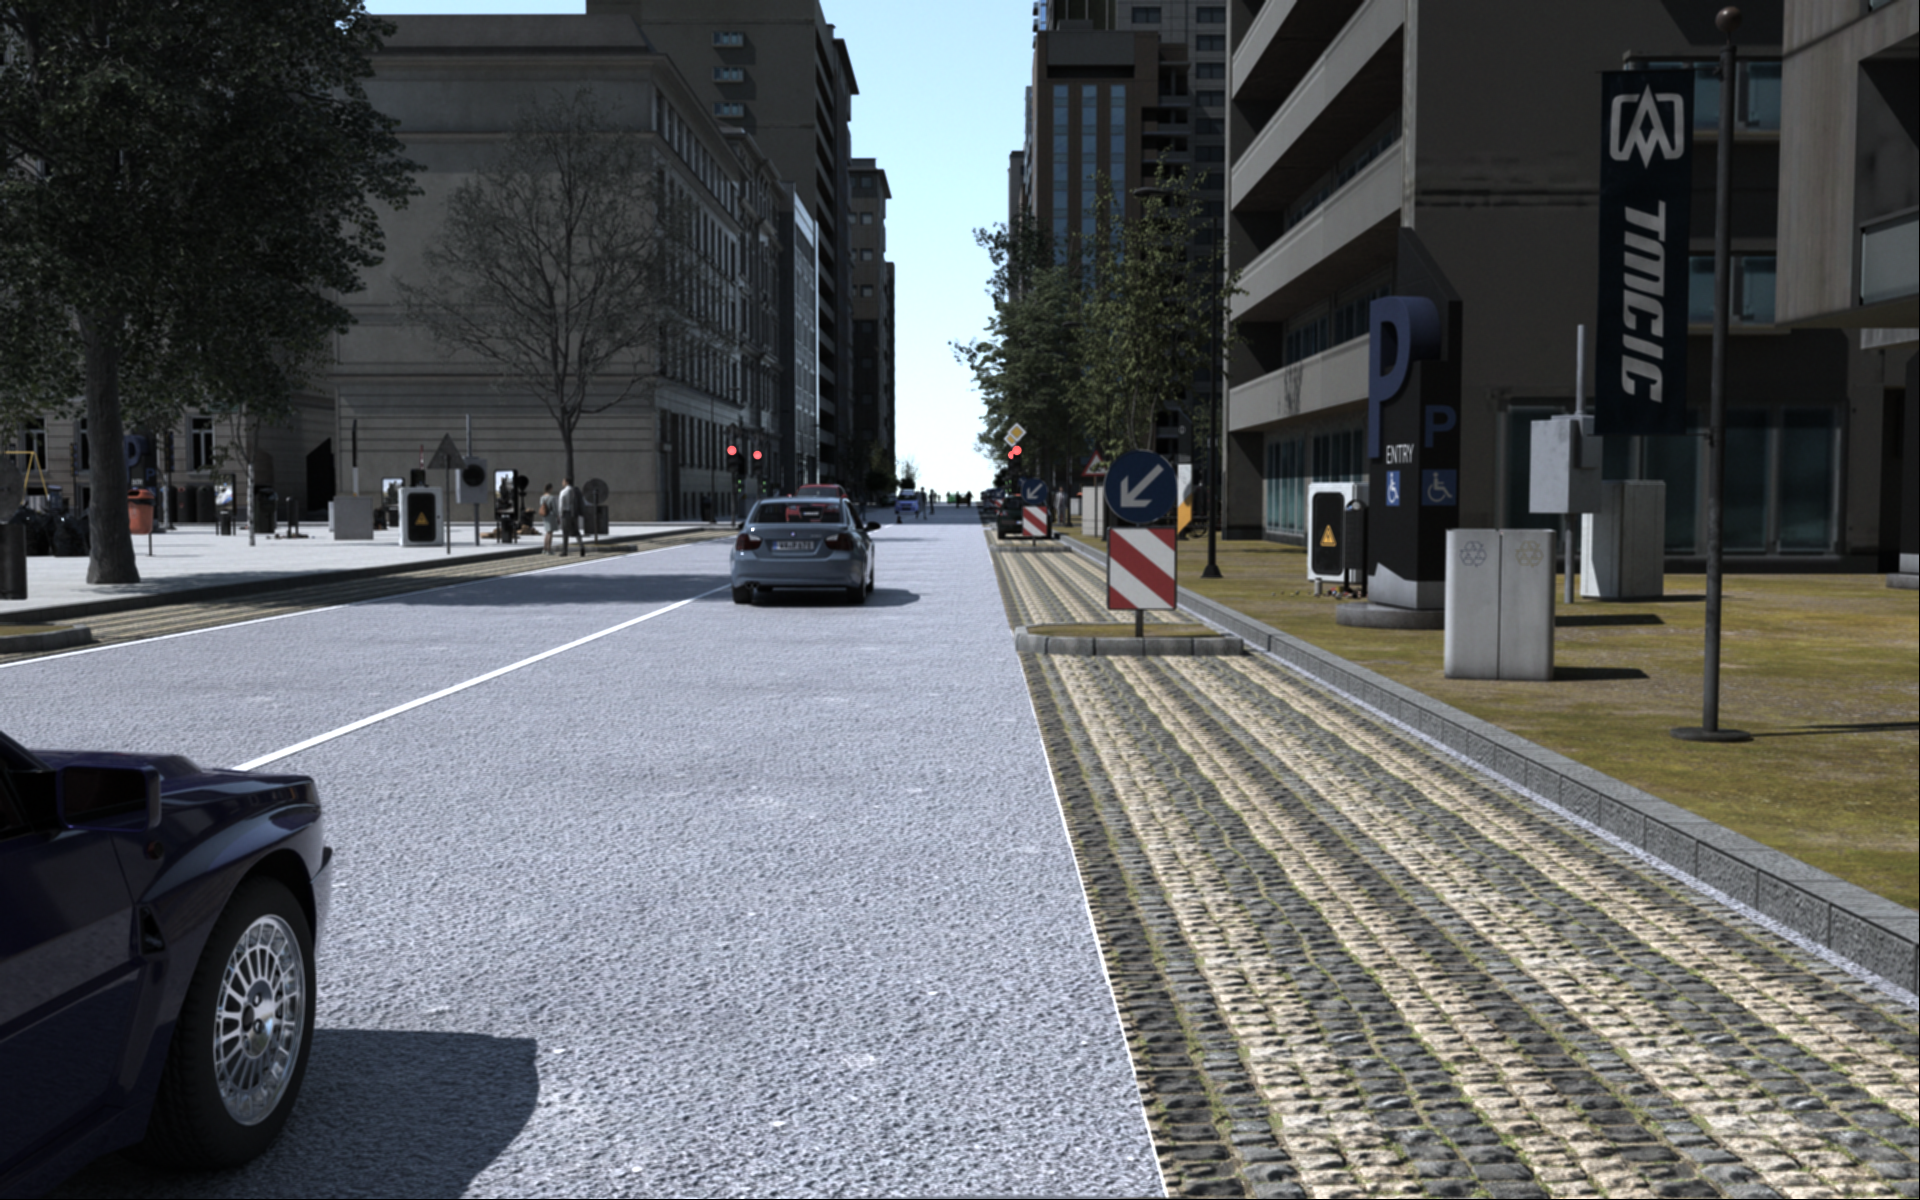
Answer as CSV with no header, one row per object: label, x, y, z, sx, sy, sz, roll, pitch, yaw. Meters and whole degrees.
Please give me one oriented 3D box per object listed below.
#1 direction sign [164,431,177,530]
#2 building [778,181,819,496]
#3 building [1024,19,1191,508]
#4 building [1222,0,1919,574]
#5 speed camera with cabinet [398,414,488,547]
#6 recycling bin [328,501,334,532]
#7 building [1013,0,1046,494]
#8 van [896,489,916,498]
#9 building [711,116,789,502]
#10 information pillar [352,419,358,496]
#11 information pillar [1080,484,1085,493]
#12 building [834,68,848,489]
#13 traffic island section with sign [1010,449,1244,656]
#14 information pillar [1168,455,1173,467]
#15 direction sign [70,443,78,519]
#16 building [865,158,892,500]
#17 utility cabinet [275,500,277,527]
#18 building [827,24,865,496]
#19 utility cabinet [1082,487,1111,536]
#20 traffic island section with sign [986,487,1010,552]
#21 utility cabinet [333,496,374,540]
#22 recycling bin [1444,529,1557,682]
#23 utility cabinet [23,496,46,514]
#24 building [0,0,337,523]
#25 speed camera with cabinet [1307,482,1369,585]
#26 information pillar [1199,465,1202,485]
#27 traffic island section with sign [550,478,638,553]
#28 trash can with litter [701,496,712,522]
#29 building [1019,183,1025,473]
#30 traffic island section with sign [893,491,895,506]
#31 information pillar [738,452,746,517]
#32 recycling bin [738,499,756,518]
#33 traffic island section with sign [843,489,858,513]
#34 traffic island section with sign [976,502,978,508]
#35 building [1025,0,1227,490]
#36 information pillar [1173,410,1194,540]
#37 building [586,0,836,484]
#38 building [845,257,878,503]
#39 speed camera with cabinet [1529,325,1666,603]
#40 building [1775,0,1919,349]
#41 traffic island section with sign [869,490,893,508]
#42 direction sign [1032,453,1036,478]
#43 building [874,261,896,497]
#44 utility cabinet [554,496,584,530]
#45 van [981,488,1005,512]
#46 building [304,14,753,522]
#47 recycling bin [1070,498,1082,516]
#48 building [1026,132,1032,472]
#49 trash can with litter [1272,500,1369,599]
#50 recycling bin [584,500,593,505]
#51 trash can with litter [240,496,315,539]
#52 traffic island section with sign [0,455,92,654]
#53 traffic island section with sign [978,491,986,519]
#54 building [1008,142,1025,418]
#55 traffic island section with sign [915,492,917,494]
direction sign,-28.390,-4.296,62.234,0.379,3.537,0.876,0,4,-6
building,-18.397,-19.756,141.028,12.078,24.808,19.932,0,4,0
building,13.965,-31.519,165.452,14.600,45.320,14.200,0,4,0
building,17.938,-25.262,36.731,21.300,48.544,21.600,0,4,0
speed camera with cabinet,-12.675,-2.943,42.449,2.038,3.252,0.660,-2,4,-26
recycling bin,-21.074,-2.853,59.198,0.722,1.027,0.722,1,4,10
building,18.788,-58.207,264.348,22.319,86.520,31.000,0,4,0
van,-4.754,-9.127,156.238,2.013,2.044,4.112,0,4,-1
building,-19.829,-20.285,119.052,14.401,28.519,23.554,0,4,0
information pillar,-18.767,-3.818,53.787,0.183,3.616,0.504,-1,4,-12
information pillar,9.026,-7.543,127.824,0.304,2.012,0.304,0,4,-4
building,-19.088,-32.383,179.572,14.600,45.320,14.200,0,4,0
traffic island section with sign,1.509,-0.461,16.171,1.989,1.847,2.006,0,4,0
information pillar,12.045,-6.564,98.676,0.183,3.616,0.504,-3,4,-39
direction sign,-39.212,-5.181,76.703,0.379,3.537,0.876,-3,5,-43
building,-25.614,-41.907,274.411,28.713,52.752,27.495,0,4,0
utility cabinet,-27.434,-3.483,68.105,1.020,1.237,0.306,-3,5,-45
building,-26.644,-37.368,200.212,28.713,52.752,27.495,0,4,0
utility cabinet,4.153,-2.684,52.563,0.318,1.500,1.173,-2,4,-29
traffic island section with sign,1.722,-2.110,43.125,1.989,1.847,2.006,0,4,0
utility cabinet,-16.971,-2.282,48.476,1.020,1.237,0.306,-1,4,-14
recycling bin,3.801,0.020,12.231,0.722,1.027,0.722,1,4,15
utility cabinet,-40.459,-3.947,75.690,1.020,1.237,0.306,1,4,19
building,-41.731,-18.202,83.502,20.117,28.700,13.634,0,4,0
speed camera with cabinet,5.803,-1.841,24.435,0.660,3.252,2.038,-2,4,-31
information pillar,19.191,-8.943,137.578,0.183,3.616,0.504,-3,5,-39
traffic island section with sign,-9.103,-2.105,43.042,1.989,1.847,2.006,0,4,0
trash can with litter,-11.777,-4.263,81.083,0.624,1.170,1.055,-1,4,-19
building,15.343,-36.263,243.009,14.600,45.320,14.200,0,4,0
traffic island section with sign,-7.871,-11.823,201.939,1.989,1.847,2.006,0,4,0
information pillar,-11.968,-6.337,94.969,0.504,3.616,0.183,1,4,23
recycling bin,-11.245,-4.837,91.637,0.722,1.027,0.722,-3,4,-38
traffic island section with sign,-8.451,-7.164,125.761,1.989,1.847,2.006,0,4,0
traffic island section with sign,2.352,-7.147,125.482,1.989,1.847,2.006,0,4,0
building,17.404,-45.490,182.009,20.563,71.187,20.611,0,4,0
information pillar,6.233,-3.462,47.962,0.504,3.616,0.183,3,5,45
building,-23.103,-32.873,161.167,21.300,48.544,21.600,0,4,0
building,-28.083,-34.059,248.749,32.217,40.220,23.993,0,4,0
speed camera with cabinet,7.712,-1.624,20.892,2.038,3.252,0.660,-3,4,-37
building,14.066,-20.036,11.189,14.154,41.232,14.086,0,4,0
traffic island section with sign,-8.086,-10.138,174.389,1.989,1.847,2.006,0,4,0
direction sign,4.108,-6.357,95.939,0.379,3.537,0.876,1,4,14
building,-18.402,-37.490,296.561,14.154,41.232,14.086,0,4,0
utility cabinet,-14.030,-3.124,62.242,1.020,1.237,0.306,0,4,-3
van,2.590,-7.590,131.104,2.013,2.044,4.112,0,4,1
building,-20.880,-15.823,91.987,16.112,22.955,30.059,0,4,0
recycling bin,7.009,-5.546,103.239,0.722,1.027,0.722,3,5,39
building,19.264,-36.023,208.587,23.786,49.044,30.456,0,4,0
trash can with litter,4.953,-0.628,21.328,1.678,1.210,2.233,-1,4,-13
recycling bin,-16.529,-3.872,75.862,0.722,1.027,0.722,-2,4,-28
trash can with litter,-19.547,-2.386,50.071,1.678,1.210,2.233,0,4,2
traffic island section with sign,-9.310,-0.456,16.087,1.989,1.847,2.006,0,4,0
traffic island section with sign,2.146,-5.477,98.169,1.989,1.847,2.006,0,4,0
building,18.689,-46.079,295.385,21.231,58.520,28.212,0,4,0
traffic island section with sign,-7.224,-16.920,285.273,1.989,1.847,2.006,0,4,0
